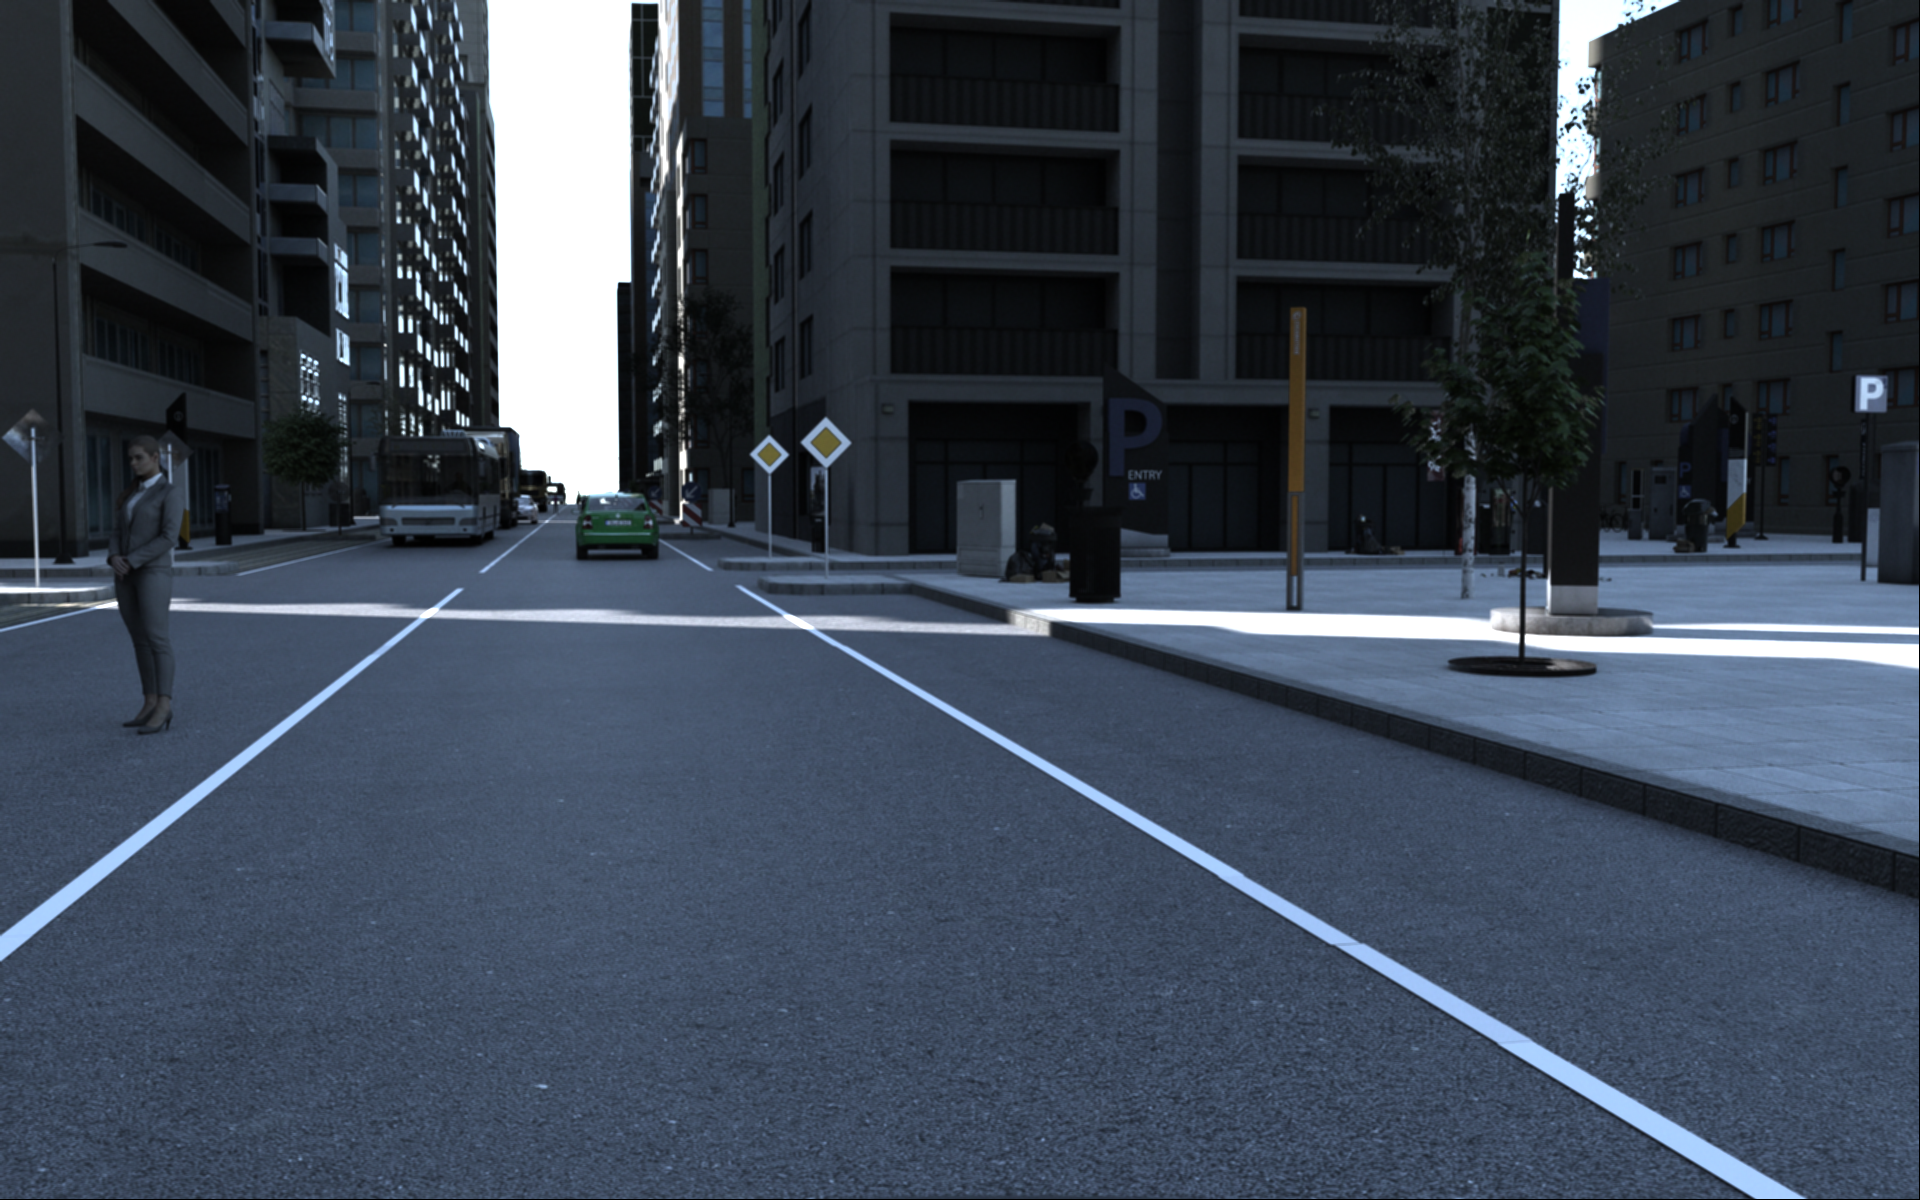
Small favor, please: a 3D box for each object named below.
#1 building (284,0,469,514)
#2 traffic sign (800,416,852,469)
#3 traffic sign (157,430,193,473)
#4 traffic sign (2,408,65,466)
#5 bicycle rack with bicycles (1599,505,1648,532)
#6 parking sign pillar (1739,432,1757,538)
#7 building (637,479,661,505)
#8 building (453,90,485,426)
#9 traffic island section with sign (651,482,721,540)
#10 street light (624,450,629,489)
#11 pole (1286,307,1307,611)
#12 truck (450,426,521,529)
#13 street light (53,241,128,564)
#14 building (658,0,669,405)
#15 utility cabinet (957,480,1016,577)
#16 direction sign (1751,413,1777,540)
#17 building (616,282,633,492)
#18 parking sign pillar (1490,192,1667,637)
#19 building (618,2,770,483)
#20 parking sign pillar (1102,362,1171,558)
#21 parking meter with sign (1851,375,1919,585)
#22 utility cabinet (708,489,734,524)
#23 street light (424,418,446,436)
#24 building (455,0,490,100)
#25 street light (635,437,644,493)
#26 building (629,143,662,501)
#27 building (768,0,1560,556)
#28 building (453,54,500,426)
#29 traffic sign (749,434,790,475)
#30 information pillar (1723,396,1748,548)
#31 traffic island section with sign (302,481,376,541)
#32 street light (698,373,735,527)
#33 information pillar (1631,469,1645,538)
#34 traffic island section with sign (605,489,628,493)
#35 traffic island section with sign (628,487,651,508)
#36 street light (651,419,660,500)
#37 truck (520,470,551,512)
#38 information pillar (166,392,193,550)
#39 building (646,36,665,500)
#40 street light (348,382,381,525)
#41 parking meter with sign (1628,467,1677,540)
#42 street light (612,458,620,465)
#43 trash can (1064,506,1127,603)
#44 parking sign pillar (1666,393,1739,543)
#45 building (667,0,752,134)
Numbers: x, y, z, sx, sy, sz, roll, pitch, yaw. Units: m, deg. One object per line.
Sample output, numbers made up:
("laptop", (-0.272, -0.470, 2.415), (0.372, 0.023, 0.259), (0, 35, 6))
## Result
("building", (-53.785, -32.211, 146.250), (23.786, 49.044, 30.456), (-1, 4, -12))
("traffic sign", (-1.980, -1.451, 25.922), (0.795, 2.593, 0.064), (-1, 4, -12))
("traffic sign", (-14.332, -1.788, 31.427), (0.795, 2.593, 0.064), (-1, 4, -12))
("traffic sign", (-12.628, -1.311, 23.626), (0.795, 2.593, 0.064), (-1, 4, -12))
("bicycle rack with bicycles", (22.280, -2.816, 59.420), (2.852, 0.926, 2.925), (0, 4, 0))
("parking sign pillar", (22.970, -3.856, 51.521), (1.447, 3.967, 1.447), (-1, 4, -15))
("building", (-21.959, -31.392, 205.140), (32.217, 40.220, 23.993), (-1, 4, -12))
("building", (-54.243, -29.697, 169.140), (14.154, 41.232, 14.086), (-1, 4, -12))
("traffic island section with sign", (-8.741, -2.863, 55.444), (1.989, 1.847, 2.006), (-1, 4, -12))
("street light", (-34.577, -12.801, 181.838), (1.470, 5.913, 1.316), (-1, 4, -12))
("pole", (3.698, -1.540, 19.027), (0.158, 3.312, 0.155), (0, 3, 0))
("truck", (-20.227, -5.193, 73.822), (2.839, 4.237, 11.283), (-1, 4, -12))
("street light", (-15.946, -3.623, 31.777), (1.470, 5.913, 1.316), (-1, 4, -12))
("building", (-10.184, -33.729, 140.707), (28.713, 52.752, 27.495), (-1, 4, -12))
("utility cabinet", (0.391, -1.111, 26.847), (0.318, 1.500, 1.173), (-2, 4, -35))
("direction sign", (22.546, -3.463, 48.622), (0.876, 3.537, 0.379), (-1, 4, -21))
("building", (-39.689, -28.439, 236.674), (14.160, 30.474, 14.107), (-1, 4, -12))
("parking sign pillar", (5.741, -1.694, 16.163), (1.447, 3.967, 1.447), (1, 4, 17))
("building", (-39.838, -49.887, 253.911), (20.563, 71.187, 20.611), (-1, 4, -12))
("parking sign pillar", (3.578, -2.864, 35.292), (1.447, 3.967, 1.447), (0, 4, -3))
("parking meter with sign", (13.523, -1.739, 24.702), (0.543, 3.016, 1.738), (-1, 4, -12))
("utility cabinet", (-10.079, -3.940, 73.101), (0.318, 1.500, 1.173), (3, 5, 42))
("street light", (-32.061, -8.147, 105.746), (1.470, 5.913, 1.316), (-1, 4, -12))
("building", (-72.749, -48.914, 237.994), (20.563, 71.187, 20.611), (-1, 4, -12))
("street light", (-25.846, -10.370, 142.084), (1.470, 5.913, 1.316), (-1, 4, -12))
("building", (-35.009, -34.995, 222.281), (14.600, 45.320, 14.200), (-1, 4, -12))
("building", (6.049, -37.151, 45.672), (20.611, 71.187, 20.563), (-1, 4, -12))
("building", (-63.195, -34.865, 193.739), (21.300, 48.544, 21.600), (-1, 4, -12))
("traffic sign", (-3.684, -1.929, 33.724), (0.795, 2.593, 0.064), (-1, 4, -12))
("information pillar", (18.453, -3.045, 41.143), (0.183, 3.616, 0.504), (-2, 4, -25))
("traffic island section with sign", (-19.223, -2.756, 53.691), (1.989, 1.847, 2.006), (-1, 4, -12))
("street light", (-9.355, -5.753, 66.609), (1.470, 5.913, 1.316), (-1, 4, -12))
("information pillar", (19.788, -2.819, 50.586), (0.304, 2.012, 0.304), (2, 4, 34))
("traffic island section with sign", (-31.085, -9.123, 157.790), (1.989, 1.847, 2.006), (-1, 4, -12))
("traffic island section with sign", (-14.636, -4.515, 82.451), (1.989, 1.847, 2.006), (-1, 4, -12))
("street light", (-18.324, -8.250, 107.420), (1.470, 5.913, 1.316), (-1, 4, -12))
("truck", (-34.558, -8.766, 139.245), (3.469, 3.379, 9.791), (-1, 4, -12))
("information pillar", (-17.986, -2.966, 39.854), (0.504, 3.616, 0.183), (1, 4, 12))
("building", (-18.456, -33.601, 168.980), (23.786, 49.044, 30.456), (-1, 4, -12))
("street light", (-24.609, -6.055, 71.546), (1.470, 5.913, 1.316), (-1, 4, -12))
("parking meter with sign", (19.655, -3.194, 48.476), (1.738, 3.016, 0.543), (1, 4, 20))
("street light", (-43.633, -15.320, 223.024), (1.470, 5.913, 1.316), (-1, 4, -12))
("trash can", (1.601, -0.542, 20.523), (0.748, 1.137, 0.748), (0, 3, 0))
("parking sign pillar", (19.637, -3.527, 46.140), (1.447, 3.967, 1.447), (-3, 5, -40))
("building", (-12.691, -28.684, 119.091), (14.600, 45.320, 14.200), (-1, 4, -12))
